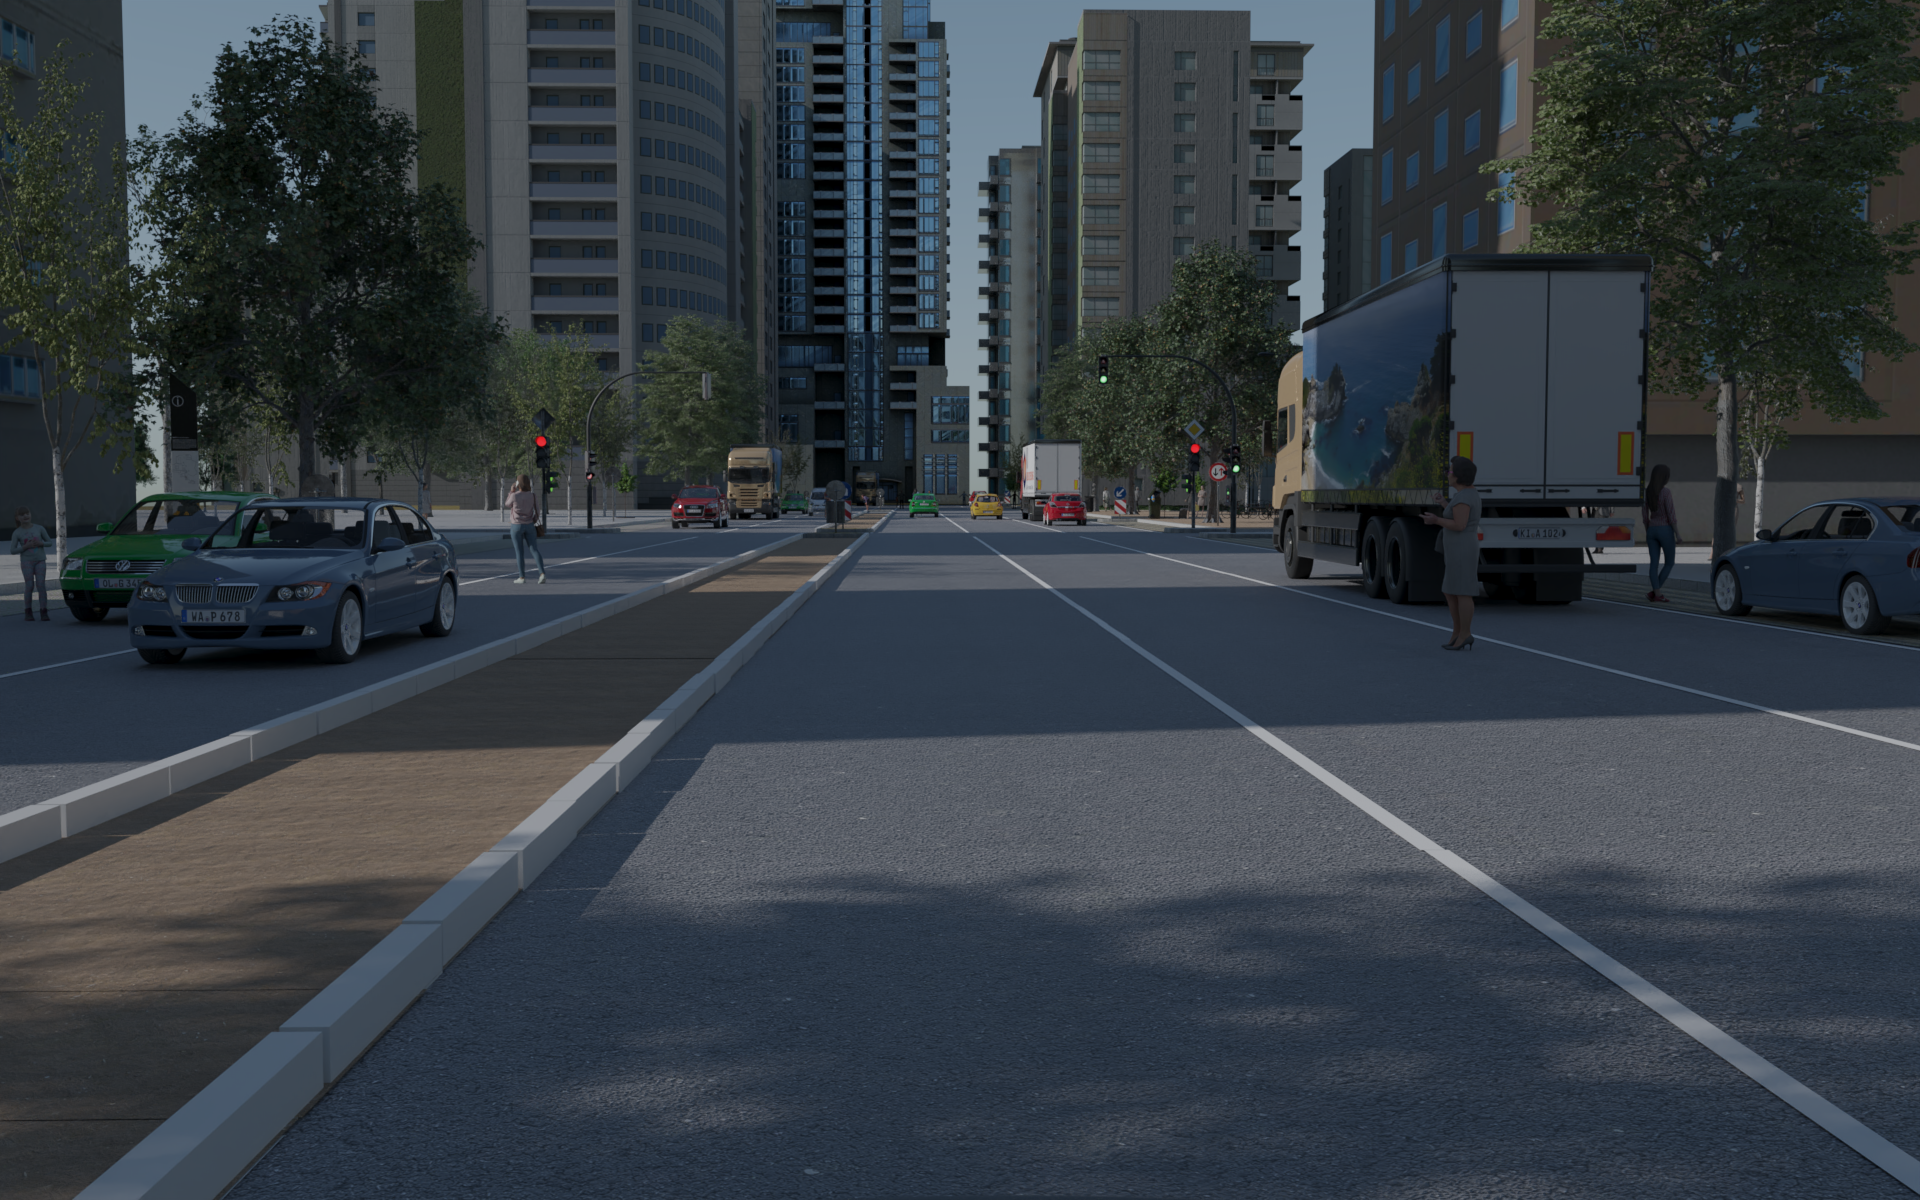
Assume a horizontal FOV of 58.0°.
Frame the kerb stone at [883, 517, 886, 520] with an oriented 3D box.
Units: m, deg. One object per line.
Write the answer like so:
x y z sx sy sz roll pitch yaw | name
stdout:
-3.895 -3.906 86.125 0.120 0.150 1.000 0 4 -2 | kerb stone

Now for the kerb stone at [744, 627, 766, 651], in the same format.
-1.916 0.383 15.972 0.120 0.150 1.000 0 4 -2 | kerb stone

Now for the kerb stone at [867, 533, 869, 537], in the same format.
-2.989 -1.942 53.942 0.120 0.150 1.000 0 4 -2 | kerb stone

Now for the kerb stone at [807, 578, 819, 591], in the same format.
-2.178 -0.184 25.221 0.120 0.150 1.000 0 4 -2 | kerb stone

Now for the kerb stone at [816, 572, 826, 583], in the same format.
-2.233 -0.311 27.274 0.120 0.150 1.000 0 4 -2 | kerb stone

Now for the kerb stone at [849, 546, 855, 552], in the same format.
-2.605 -1.125 40.591 0.120 0.150 1.000 0 4 -2 | kerb stone

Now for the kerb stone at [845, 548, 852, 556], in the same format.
-2.548 -1.000 38.545 0.120 0.150 1.000 0 4 -2 | kerb stone

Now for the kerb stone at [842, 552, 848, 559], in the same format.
-2.496 -0.875 36.495 0.120 0.150 1.000 0 4 -2 | kerb stone

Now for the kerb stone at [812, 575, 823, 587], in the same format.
-2.202 -0.248 26.248 0.120 0.150 1.000 0 4 -2 | kerb stone

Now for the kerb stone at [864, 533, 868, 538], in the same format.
-2.953 -1.879 52.921 0.120 0.150 1.000 0 4 -2 | kerb stone

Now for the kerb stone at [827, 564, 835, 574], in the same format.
-2.320 -0.499 30.349 0.120 0.150 1.000 0 4 -2 | kerb stone

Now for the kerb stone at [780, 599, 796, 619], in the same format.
-2.025 0.129 20.084 0.120 0.150 1.000 0 4 -2 | kerb stone

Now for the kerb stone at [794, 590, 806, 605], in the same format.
-2.089 0.010 22.138 0.120 0.150 1.000 0 4 -2 | kerb stone

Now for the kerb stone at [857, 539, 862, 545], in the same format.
-2.779 -1.500 46.757 0.120 0.150 1.000 0 4 -2 | kerb stone

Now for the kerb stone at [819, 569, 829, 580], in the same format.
-2.265 -0.370 28.302 0.120 0.150 1.000 0 4 -2 | kerb stone

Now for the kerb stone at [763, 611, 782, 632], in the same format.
-1.974 0.255 18.031 0.120 0.150 1.000 0 4 -2 | kerb stone

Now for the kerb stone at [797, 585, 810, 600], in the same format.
-2.124 -0.059 23.167 0.120 0.150 1.000 0 4 -2 | kerb stone

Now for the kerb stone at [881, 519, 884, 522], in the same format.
-3.716 -3.534 79.978 0.120 0.150 1.000 0 4 -2 | kerb stone

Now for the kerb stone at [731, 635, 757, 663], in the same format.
-1.883 0.443 14.950 0.120 0.150 1.000 0 4 -2 | kerb stone

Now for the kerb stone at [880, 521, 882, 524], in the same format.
-3.604 -3.284 75.887 0.120 0.150 1.000 0 4 -2 | kerb stone

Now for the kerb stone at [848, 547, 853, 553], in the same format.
-2.582 -1.063 39.569 0.120 0.150 1.000 0 4 -2 | kerb stone

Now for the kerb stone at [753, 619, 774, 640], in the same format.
-1.951 0.318 16.997 0.120 0.150 1.000 0 4 -2 | kerb stone

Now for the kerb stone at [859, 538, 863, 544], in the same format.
-2.810 -1.566 47.792 0.120 0.150 1.000 0 4 -2 | kerb stone

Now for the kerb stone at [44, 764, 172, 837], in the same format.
-3.777 0.889 7.672 0.120 0.150 1.000 0 4 -2 | kerb stone

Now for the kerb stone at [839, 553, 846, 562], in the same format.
-2.463 -0.812 35.474 0.120 0.150 1.000 0 4 -2 | kerb stone

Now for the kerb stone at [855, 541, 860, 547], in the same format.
-2.724 -1.370 44.705 0.120 0.150 1.000 0 4 -2 | kerb stone

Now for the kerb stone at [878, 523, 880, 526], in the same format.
-3.459 -2.968 70.777 0.120 0.150 1.000 0 4 -2 | kerb stone

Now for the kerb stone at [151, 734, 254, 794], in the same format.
-3.812 0.829 8.695 0.120 0.150 1.000 0 4 -2 | kerb stone

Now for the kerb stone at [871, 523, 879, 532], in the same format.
-3.428 -2.907 69.755 0.120 0.150 1.000 0 4 -2 | kerb stone

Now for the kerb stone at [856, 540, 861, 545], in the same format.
-2.755 -1.440 45.736 0.120 0.150 1.000 0 4 -2 | kerb stone

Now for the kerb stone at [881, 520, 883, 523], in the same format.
-3.669 -3.408 77.931 0.120 0.150 1.000 0 4 -2 | kerb stone

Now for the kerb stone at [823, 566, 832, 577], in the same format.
-2.295 -0.434 29.327 0.120 0.150 1.000 0 4 -2 | kerb stone

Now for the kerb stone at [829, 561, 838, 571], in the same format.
-2.343 -0.562 31.377 0.120 0.150 1.000 0 4 -2 | kerb stone

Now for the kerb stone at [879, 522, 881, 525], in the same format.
-3.511 -3.096 72.820 0.120 0.150 1.000 0 4 -2 | kerb stone

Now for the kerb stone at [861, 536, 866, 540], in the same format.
-2.863 -1.691 49.837 0.120 0.150 1.000 0 4 -2 | kerb stone

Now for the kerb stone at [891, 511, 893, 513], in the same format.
-4.722 -5.726 115.818 0.120 0.150 1.000 0 4 -2 | kerb stone

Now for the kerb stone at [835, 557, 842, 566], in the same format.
-2.404 -0.687 33.426 0.120 0.150 1.000 0 4 -2 | kerb stone

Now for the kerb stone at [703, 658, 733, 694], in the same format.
-1.820 0.570 12.902 0.120 0.150 1.000 0 4 -2 | kerb stone

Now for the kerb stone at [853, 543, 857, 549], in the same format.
-2.672 -1.250 42.639 0.120 0.150 1.000 0 4 -2 | kerb stone

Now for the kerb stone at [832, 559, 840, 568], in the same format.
-2.380 -0.624 32.401 0.120 0.150 1.000 0 4 -2 | kerb stone

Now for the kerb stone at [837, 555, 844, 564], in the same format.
-2.435 -0.749 34.448 0.120 0.150 1.000 0 4 -2 | kerb stone

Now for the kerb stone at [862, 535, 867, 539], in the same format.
-2.892 -1.754 50.866 0.120 0.150 1.000 0 4 -2 | kerb stone

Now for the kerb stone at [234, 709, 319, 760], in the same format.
-3.843 0.763 9.718 0.120 0.150 1.000 0 4 -2 | kerb stone

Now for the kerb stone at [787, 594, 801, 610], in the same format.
-2.060 0.066 21.116 0.120 0.150 1.000 0 4 -2 | kerb stone

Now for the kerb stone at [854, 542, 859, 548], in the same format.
-2.698 -1.313 43.670 0.120 0.150 1.000 0 4 -2 | kerb stone

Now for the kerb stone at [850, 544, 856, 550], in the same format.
-2.640 -1.188 41.618 0.120 0.150 1.000 0 4 -2 | kerb stone

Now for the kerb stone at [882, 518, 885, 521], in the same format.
-3.802 -3.721 83.051 0.120 0.150 1.000 0 4 -2 | kerb stone

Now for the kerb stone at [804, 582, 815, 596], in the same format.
-2.145 -0.122 24.198 0.120 0.150 1.000 0 4 -2 | kerb stone

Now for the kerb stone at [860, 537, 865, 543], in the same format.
-2.837 -1.628 48.816 0.120 0.150 1.000 0 4 -2 | kerb stone

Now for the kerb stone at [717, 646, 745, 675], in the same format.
-1.859 0.507 13.923 0.120 0.150 1.000 0 4 -2 | kerb stone

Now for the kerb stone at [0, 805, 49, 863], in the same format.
-3.756 0.951 6.648 0.120 0.150 1.000 0 4 -2 | kerb stone

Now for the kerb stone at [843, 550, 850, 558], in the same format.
-2.524 -0.932 37.517 0.120 0.150 1.000 0 4 -2 | kerb stone

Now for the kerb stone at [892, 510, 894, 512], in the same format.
-4.906 -6.102 121.962 0.120 0.150 1.000 0 4 -2 | kerb stone

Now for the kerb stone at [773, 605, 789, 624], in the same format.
-2.004 0.192 19.059 0.120 0.150 1.000 0 4 -2 | kerb stone
